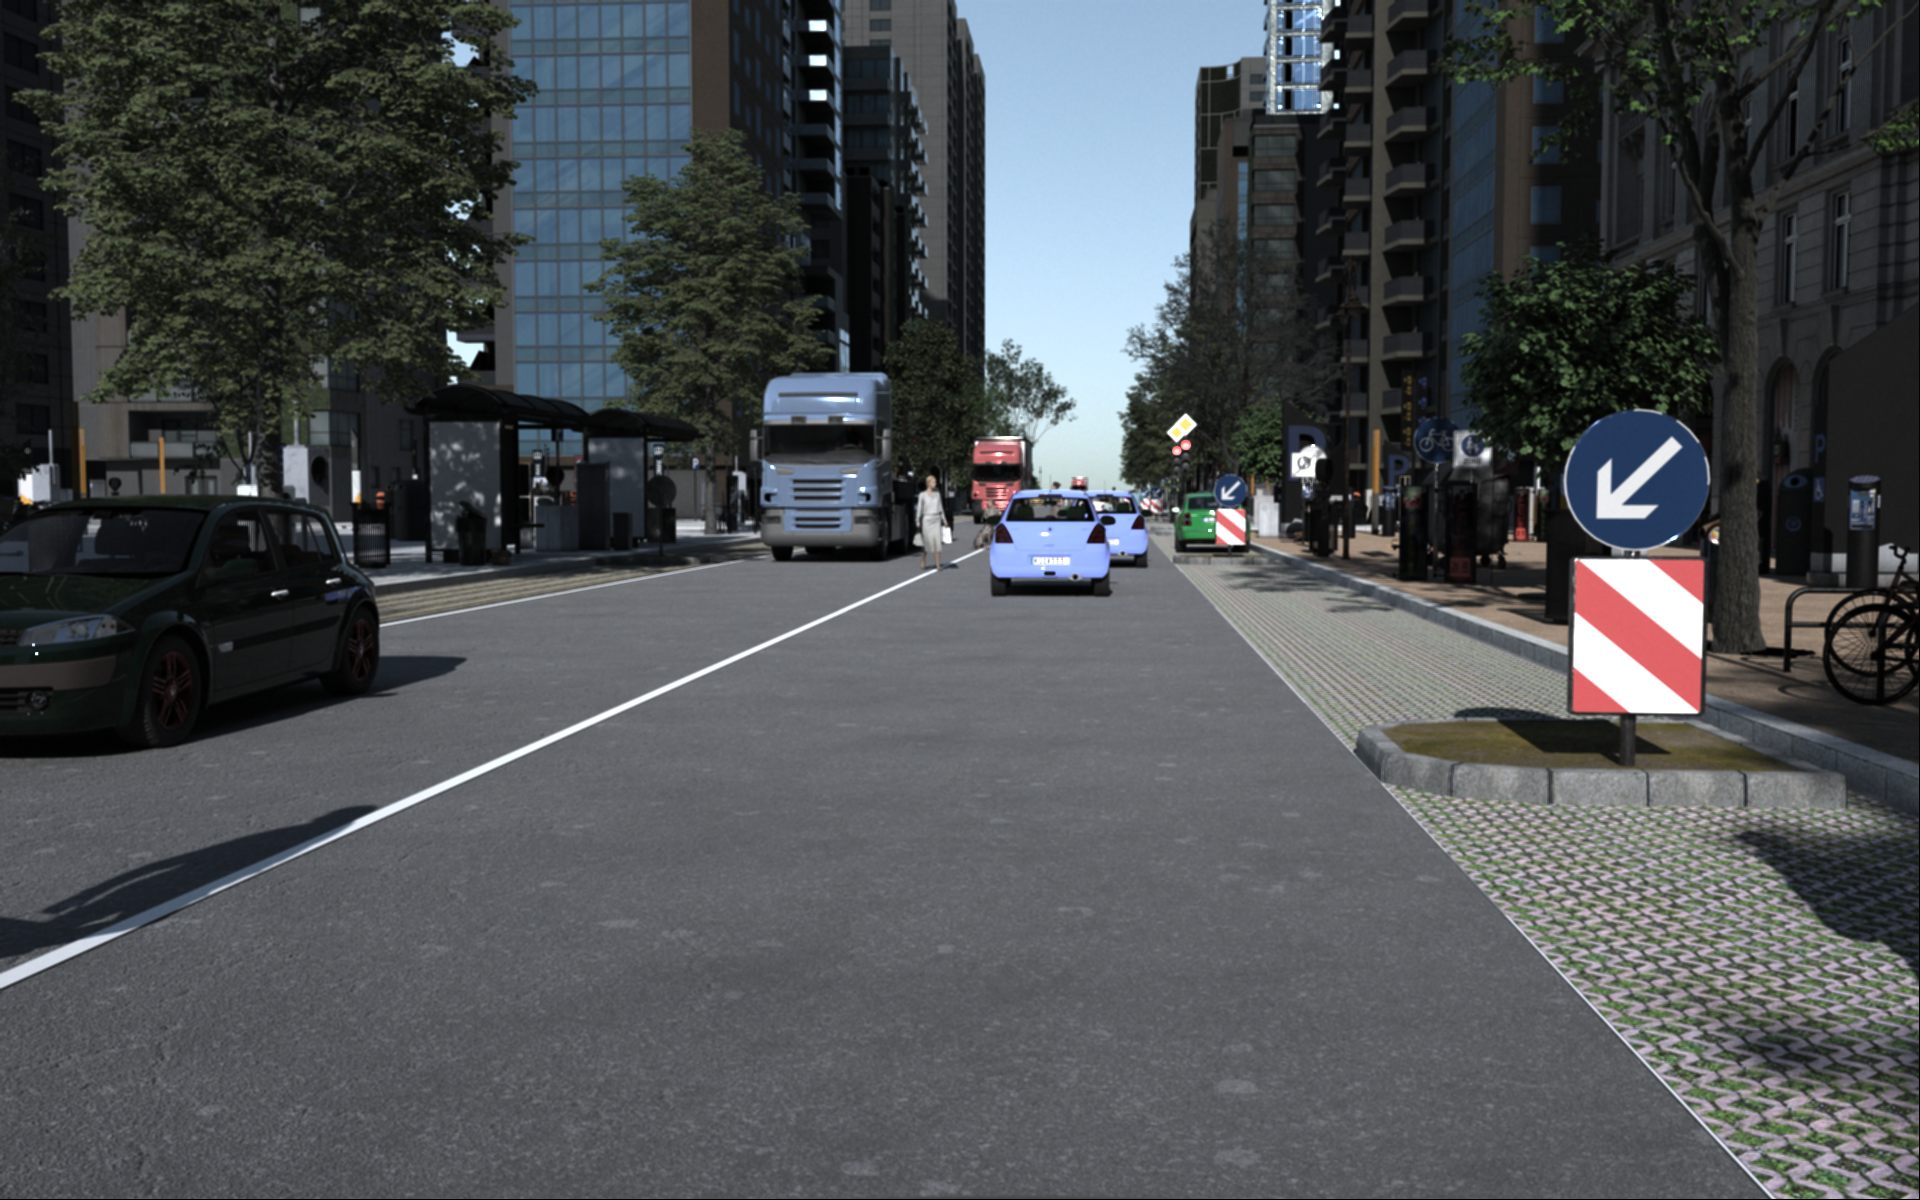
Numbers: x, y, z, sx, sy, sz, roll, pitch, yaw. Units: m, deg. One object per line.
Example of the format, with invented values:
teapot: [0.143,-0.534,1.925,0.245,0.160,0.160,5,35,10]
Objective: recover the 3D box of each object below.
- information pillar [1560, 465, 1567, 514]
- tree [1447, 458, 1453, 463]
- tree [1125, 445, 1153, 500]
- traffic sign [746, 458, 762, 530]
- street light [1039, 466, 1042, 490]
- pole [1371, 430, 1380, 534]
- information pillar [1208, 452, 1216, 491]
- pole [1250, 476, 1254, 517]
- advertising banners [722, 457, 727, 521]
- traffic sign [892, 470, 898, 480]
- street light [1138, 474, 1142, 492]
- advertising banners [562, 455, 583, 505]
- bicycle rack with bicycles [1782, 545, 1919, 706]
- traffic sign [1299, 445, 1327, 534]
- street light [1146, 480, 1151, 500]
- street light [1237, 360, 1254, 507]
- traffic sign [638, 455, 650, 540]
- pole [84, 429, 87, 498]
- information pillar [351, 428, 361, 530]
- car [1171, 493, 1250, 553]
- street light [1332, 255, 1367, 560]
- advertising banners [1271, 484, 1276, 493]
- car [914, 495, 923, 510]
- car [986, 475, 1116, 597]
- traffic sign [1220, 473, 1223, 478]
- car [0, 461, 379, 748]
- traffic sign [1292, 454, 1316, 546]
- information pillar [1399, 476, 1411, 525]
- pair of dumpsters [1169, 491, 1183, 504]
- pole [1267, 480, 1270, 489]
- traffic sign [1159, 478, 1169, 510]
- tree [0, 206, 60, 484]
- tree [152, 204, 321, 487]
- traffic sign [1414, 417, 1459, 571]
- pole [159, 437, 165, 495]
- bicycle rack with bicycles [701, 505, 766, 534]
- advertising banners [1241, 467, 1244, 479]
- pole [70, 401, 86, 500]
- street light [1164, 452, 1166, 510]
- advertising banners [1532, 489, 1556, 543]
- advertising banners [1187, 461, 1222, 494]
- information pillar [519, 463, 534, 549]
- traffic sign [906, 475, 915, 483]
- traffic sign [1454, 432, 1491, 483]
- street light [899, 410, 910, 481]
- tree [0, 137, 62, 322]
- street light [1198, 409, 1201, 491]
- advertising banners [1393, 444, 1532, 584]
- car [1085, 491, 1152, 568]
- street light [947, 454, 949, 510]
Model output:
information pillar: [24.469,-4.796,69.774,0.504,3.616,0.183,2,4,30]
tree: [21.009,-4.842,73.773,1.663,3.219,1.824,0,3,0]
tree: [31.040,-21.795,290.759,7.601,10.594,8.767,3,5,41]
traffic sign: [-7.138,-3.700,60.606,0.768,2.556,0.104,1,4,11]
street light: [13.117,-18.962,282.818,0.468,5.910,1.993,0,4,5]
pole: [13.198,-3.740,54.987,0.158,3.312,0.155,0,3,0]
information pillar: [13.799,-6.343,95.061,0.504,3.616,0.183,-1,4,-22]
pole: [16.456,-6.341,97.514,0.158,3.312,0.155,0,3,0]
advertising banners: [-10.954,-5.175,80.801,0.090,3.025,2.074,0,4,-2]
traffic sign: [-3.644,-5.713,93.409,0.884,2.594,0.081,1,4,10]
street light: [28.422,-18.542,275.942,0.468,5.910,1.993,0,4,5]
advertising banners: [-17.970,-5.061,78.935,2.074,3.025,0.090,2,4,27]
bicycle rack with bicycles: [6.843,0.127,11.311,2.925,0.926,2.852,1,4,9]
traffic sign: [9.186,-2.763,45.275,0.768,2.556,0.104,1,4,11]
street light: [23.561,-15.044,218.758,0.468,5.910,1.993,0,4,5]
street light: [9.821,-5.312,59.647,0.468,5.910,1.993,0,4,5]
traffic sign: [-8.993,-2.943,48.219,0.768,2.556,0.104,0,4,7]
pole: [-27.303,-3.673,53.903,0.158,3.312,0.155,0,3,0]
information pillar: [-21.333,-4.270,61.174,0.504,3.616,0.183,3,5,44]
car: [6.290,-2.117,43.405,1.959,1.807,4.718,0,4,6]
street light: [7.556,-3.728,33.734,0.468,5.910,1.993,0,4,5]
advertising banners: [17.007,-6.066,95.371,0.090,3.025,2.074,3,5,43]
car: [-2.043,-4.267,81.761,2.014,1.417,4.499,0,4,5]
car: [1.338,-0.976,25.555,1.945,1.707,3.694,0,4,3]
traffic sign: [14.146,-5.826,95.361,0.768,2.556,0.104,1,4,9]
car: [-5.208,-0.078,11.063,2.009,1.686,4.222,0,4,4]
traffic sign: [8.551,-2.506,43.096,0.606,2.300,0.079,1,4,14]
information pillar: [18.231,-4.066,70.977,0.304,2.012,0.304,-2,4,-30]
pair of dumpsters: [17.870,-8.486,141.234,1.574,2.255,4.437,0,4,5]
pole: [21.432,-7.743,120.441,0.158,3.312,0.155,0,3,0]
traffic sign: [16.382,-8.497,139.034,0.768,2.556,0.104,1,4,12]
tree: [-23.615,-5.573,41.483,4.360,8.622,3.978,0,3,0]
tree: [-17.587,-5.631,42.430,4.360,8.622,3.978,0,3,0]
traffic sign: [7.903,-1.750,28.725,0.768,2.556,0.104,1,4,11]
pole: [-28.742,-4.195,62.438,0.158,3.312,0.155,0,3,0]
bicycle rack with bicycles: [-7.205,-2.632,56.414,2.852,0.926,2.925,0,4,0]
advertising banners: [17.929,-7.042,111.321,0.090,3.025,2.074,2,4,28]
pole: [-19.521,-2.717,38.268,0.158,3.312,0.155,0,3,0]
street light: [16.883,-10.380,142.492,0.468,5.910,1.993,0,4,5]
advertising banners: [15.042,-3.064,46.279,0.090,3.025,2.074,-2,4,-32]
advertising banners: [13.043,-5.893,92.535,2.074,3.025,0.090,-1,4,-19]
information pillar: [-10.192,-2.213,40.680,0.304,2.012,0.304,0,4,-1]
traffic sign: [-3.427,-7.095,116.105,0.768,2.556,0.104,1,4,14]
traffic sign: [8.241,-1.577,27.909,0.606,2.300,0.079,0,4,6]
street light: [-3.062,-7.517,95.688,0.468,5.910,1.993,0,4,5]
tree: [-18.561,-4.939,31.116,4.737,8.622,4.395,0,3,0]
street light: [12.529,-7.216,90.771,0.468,5.910,1.993,0,4,5]
advertising banners: [7.181,-1.755,24.878,2.074,3.025,0.090,3,5,44]
car: [2.924,-1.554,35.006,1.945,1.707,3.694,0,4,5]
street light: [-0.841,-9.086,121.347,0.468,5.910,1.993,0,4,5]
